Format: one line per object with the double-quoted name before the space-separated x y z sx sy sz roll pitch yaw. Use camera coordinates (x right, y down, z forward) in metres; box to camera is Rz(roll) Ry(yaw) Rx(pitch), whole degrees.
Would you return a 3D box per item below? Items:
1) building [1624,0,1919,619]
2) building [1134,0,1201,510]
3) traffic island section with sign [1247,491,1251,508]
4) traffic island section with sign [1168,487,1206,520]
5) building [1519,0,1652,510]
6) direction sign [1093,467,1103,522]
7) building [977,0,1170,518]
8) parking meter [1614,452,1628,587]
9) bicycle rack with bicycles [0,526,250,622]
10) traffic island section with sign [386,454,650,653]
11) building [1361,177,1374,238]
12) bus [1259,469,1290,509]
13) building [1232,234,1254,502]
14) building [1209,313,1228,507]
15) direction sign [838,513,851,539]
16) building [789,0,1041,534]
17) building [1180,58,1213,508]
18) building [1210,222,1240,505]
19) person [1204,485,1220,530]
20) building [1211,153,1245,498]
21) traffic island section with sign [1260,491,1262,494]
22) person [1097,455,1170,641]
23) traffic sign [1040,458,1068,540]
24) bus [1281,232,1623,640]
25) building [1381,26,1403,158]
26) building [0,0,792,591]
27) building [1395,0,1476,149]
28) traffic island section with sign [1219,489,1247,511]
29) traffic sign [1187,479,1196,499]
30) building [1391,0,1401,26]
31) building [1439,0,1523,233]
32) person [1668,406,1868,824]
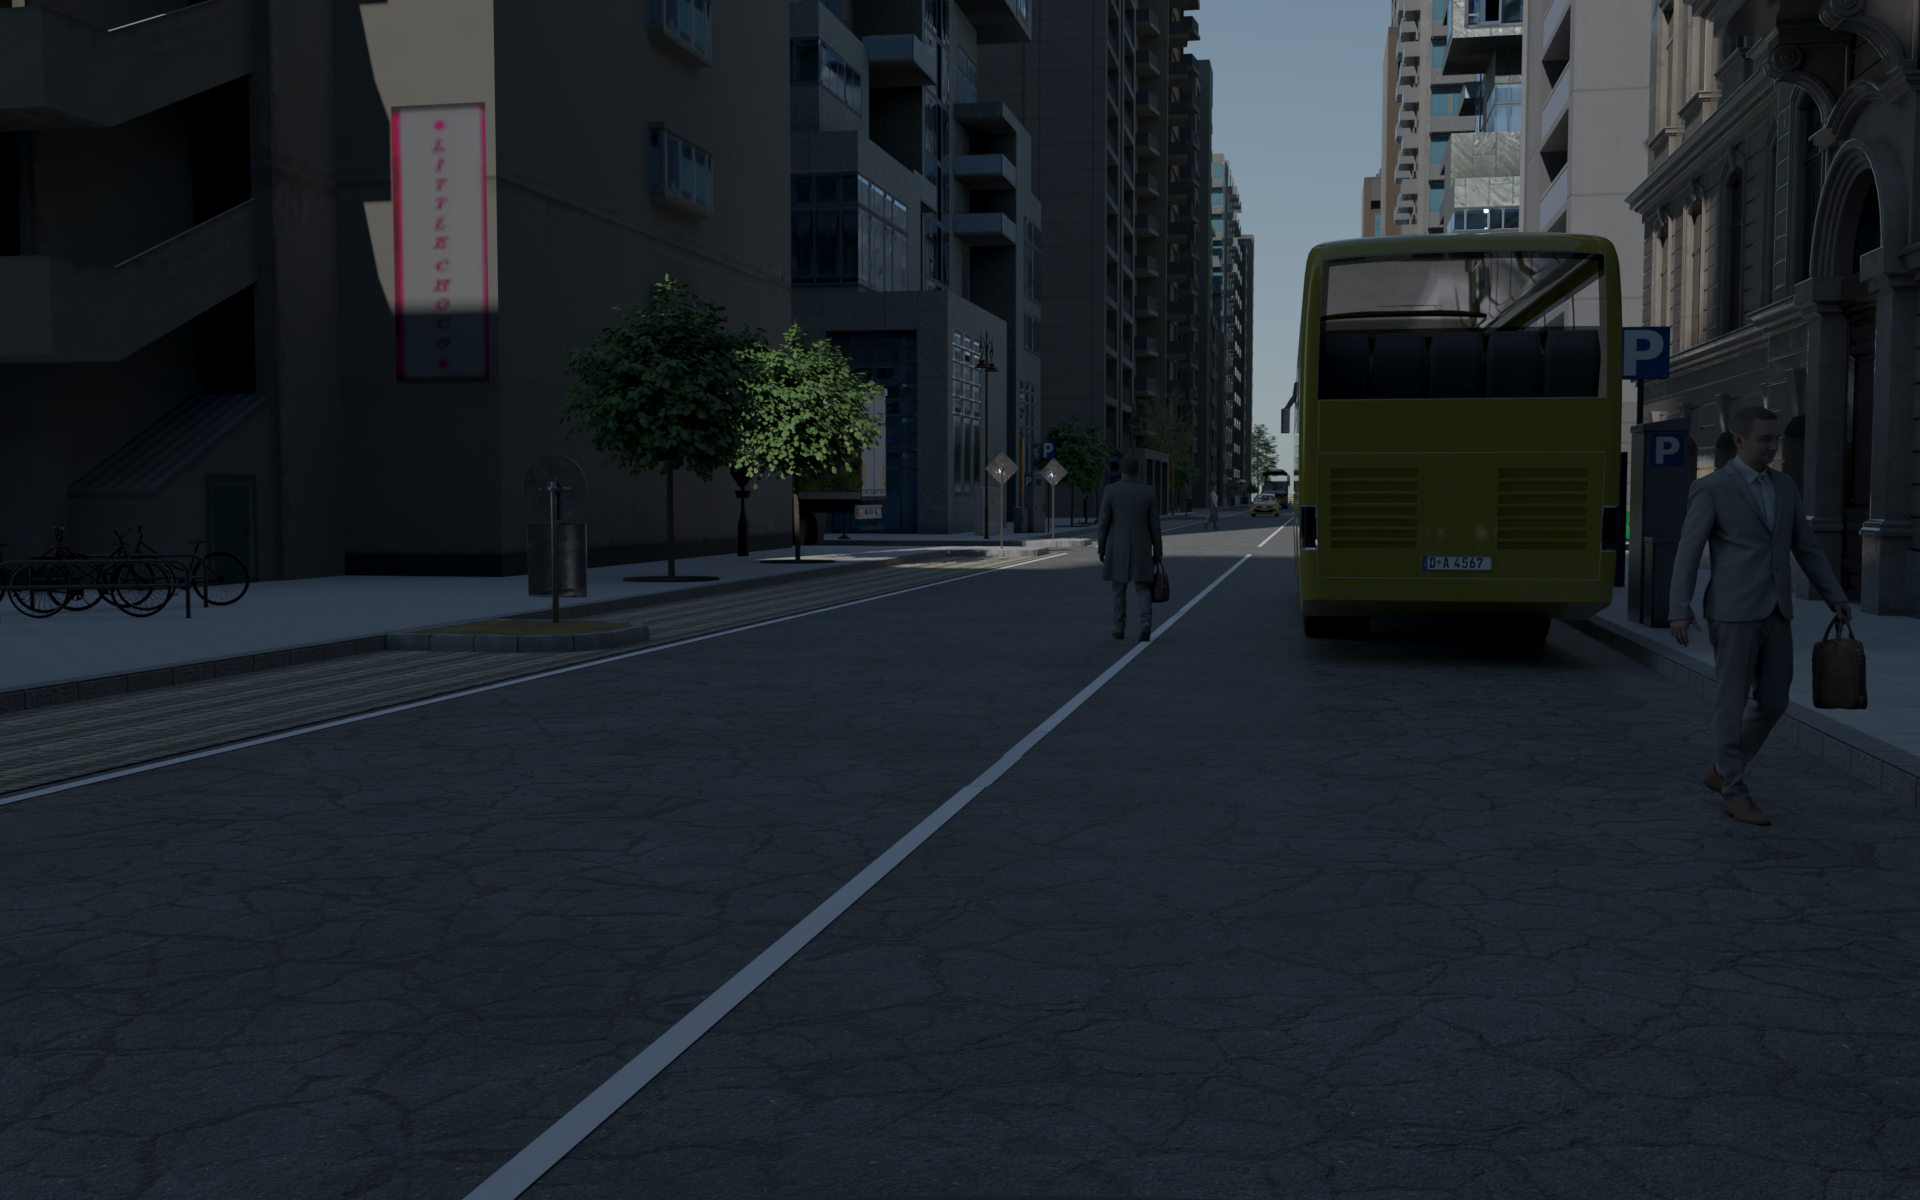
"building" 15.671 -12.160 17.906 14.460 24.649 34.723 1 4 12
"building" 7.563 -29.646 139.342 22.147 44.769 28.867 1 4 12
"traffic island section with sign" 28.445 -10.023 172.506 1.989 1.847 2.006 1 4 12
"traffic island section with sign" 12.778 -5.425 97.325 1.989 1.847 2.006 1 4 12
"building" 32.462 -31.125 50.893 28.212 58.520 21.231 1 4 12
"direction sign" 6.205 -5.276 78.257 0.379 3.537 0.876 2 4 35
"building" 1.981 -40.633 102.604 20.563 71.187 20.611 1 4 12
"parking meter" 9.014 -1.120 24.022 0.399 1.863 0.255 3 4 36
"bicycle rack with bicycles" -9.276 -0.314 18.516 2.925 0.926 2.852 -1 4 -17
"traffic island section with sign" -4.076 -0.482 16.512 1.989 1.847 2.006 1 4 12
"building" 61.899 -35.886 236.845 14.600 45.320 14.200 1 4 12
"bus" 31.165 -10.961 170.758 2.896 3.916 12.252 1 4 12
"building" 37.736 -35.655 266.554 14.154 41.232 14.086 1 4 12
"building" 13.538 -20.659 182.806 27.650 21.520 28.899 1 4 12
"direction sign" -3.287 -3.490 49.053 0.876 3.537 0.379 -1 4 -20
"building" -8.157 -46.306 69.776 22.319 86.520 31.000 1 4 12
"building" 15.658 -29.117 159.665 14.154 41.232 14.086 1 4 12
"building" 19.210 -32.294 219.892 32.217 40.220 23.993 1 4 12
"person" 10.112 -3.717 69.505 0.641 1.798 0.478 2 4 26
"building" 28.245 -38.286 245.581 23.786 49.044 30.456 1 4 12
"traffic island section with sign" 45.277 -14.964 253.294 1.989 1.847 2.006 1 4 12
"person" 1.688 -0.512 16.968 0.694 1.812 0.767 0 4 -1
"traffic sign" 2.612 -2.740 48.446 0.795 2.450 0.064 1 4 12
"bus" 5.144 -1.737 19.940 2.896 3.916 12.252 1 4 11
"building" 46.769 -31.353 162.726 14.600 45.320 14.200 1 4 12
"building" -16.450 -24.949 31.614 21.600 48.544 21.300 1 4 12
"building" 46.710 -31.800 139.541 23.786 49.044 30.456 1 4 12
"traffic island section with sign" 22.938 -8.409 146.117 1.989 1.847 2.006 1 4 12
"traffic sign" 16.320 -7.491 122.591 0.768 2.556 0.104 1 4 17
"building" 52.831 -45.286 178.672 20.563 71.187 20.611 1 4 12
"building" 34.472 -47.530 89.791 22.319 86.520 31.000 1 4 12
"person" 3.489 0.063 7.592 0.709 1.813 0.853 -1 4 -16
